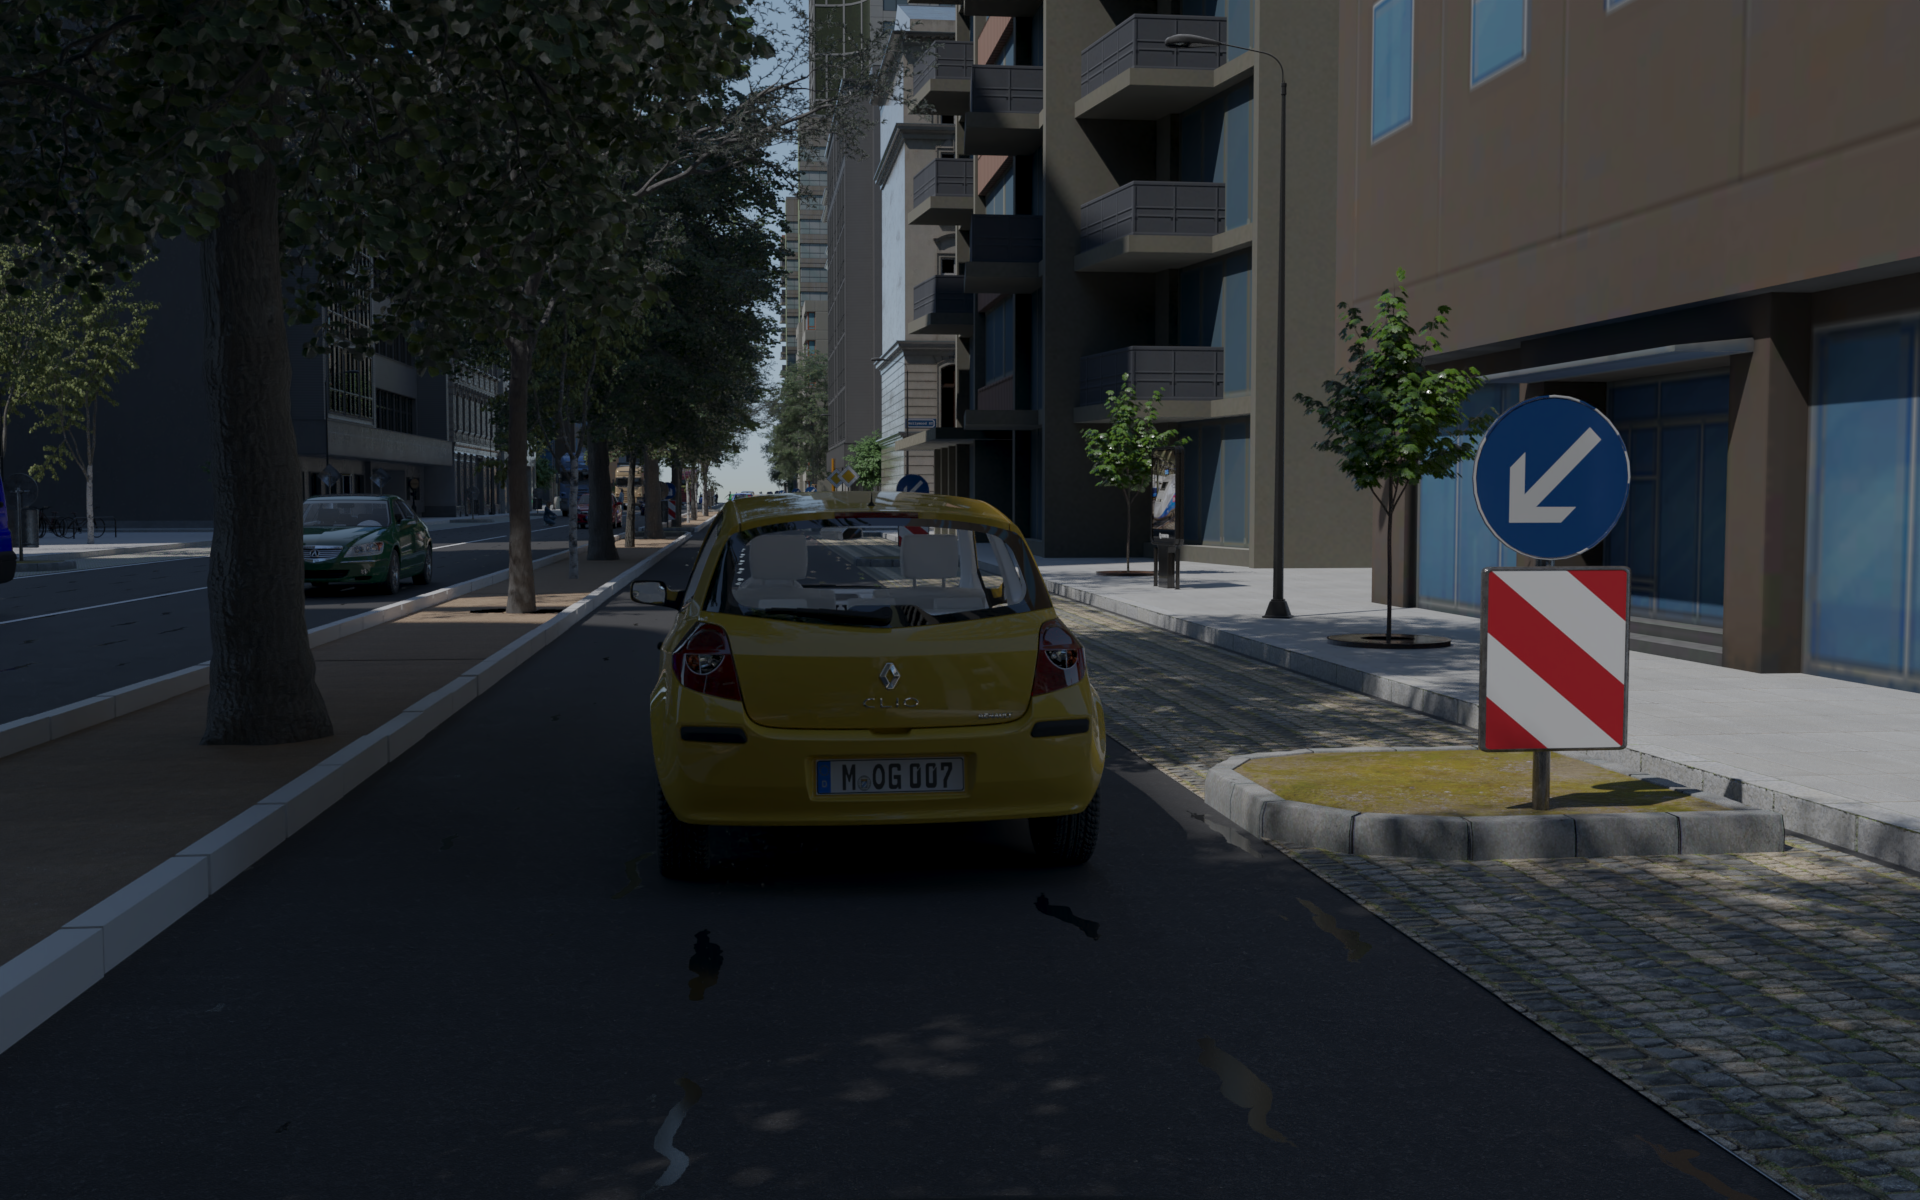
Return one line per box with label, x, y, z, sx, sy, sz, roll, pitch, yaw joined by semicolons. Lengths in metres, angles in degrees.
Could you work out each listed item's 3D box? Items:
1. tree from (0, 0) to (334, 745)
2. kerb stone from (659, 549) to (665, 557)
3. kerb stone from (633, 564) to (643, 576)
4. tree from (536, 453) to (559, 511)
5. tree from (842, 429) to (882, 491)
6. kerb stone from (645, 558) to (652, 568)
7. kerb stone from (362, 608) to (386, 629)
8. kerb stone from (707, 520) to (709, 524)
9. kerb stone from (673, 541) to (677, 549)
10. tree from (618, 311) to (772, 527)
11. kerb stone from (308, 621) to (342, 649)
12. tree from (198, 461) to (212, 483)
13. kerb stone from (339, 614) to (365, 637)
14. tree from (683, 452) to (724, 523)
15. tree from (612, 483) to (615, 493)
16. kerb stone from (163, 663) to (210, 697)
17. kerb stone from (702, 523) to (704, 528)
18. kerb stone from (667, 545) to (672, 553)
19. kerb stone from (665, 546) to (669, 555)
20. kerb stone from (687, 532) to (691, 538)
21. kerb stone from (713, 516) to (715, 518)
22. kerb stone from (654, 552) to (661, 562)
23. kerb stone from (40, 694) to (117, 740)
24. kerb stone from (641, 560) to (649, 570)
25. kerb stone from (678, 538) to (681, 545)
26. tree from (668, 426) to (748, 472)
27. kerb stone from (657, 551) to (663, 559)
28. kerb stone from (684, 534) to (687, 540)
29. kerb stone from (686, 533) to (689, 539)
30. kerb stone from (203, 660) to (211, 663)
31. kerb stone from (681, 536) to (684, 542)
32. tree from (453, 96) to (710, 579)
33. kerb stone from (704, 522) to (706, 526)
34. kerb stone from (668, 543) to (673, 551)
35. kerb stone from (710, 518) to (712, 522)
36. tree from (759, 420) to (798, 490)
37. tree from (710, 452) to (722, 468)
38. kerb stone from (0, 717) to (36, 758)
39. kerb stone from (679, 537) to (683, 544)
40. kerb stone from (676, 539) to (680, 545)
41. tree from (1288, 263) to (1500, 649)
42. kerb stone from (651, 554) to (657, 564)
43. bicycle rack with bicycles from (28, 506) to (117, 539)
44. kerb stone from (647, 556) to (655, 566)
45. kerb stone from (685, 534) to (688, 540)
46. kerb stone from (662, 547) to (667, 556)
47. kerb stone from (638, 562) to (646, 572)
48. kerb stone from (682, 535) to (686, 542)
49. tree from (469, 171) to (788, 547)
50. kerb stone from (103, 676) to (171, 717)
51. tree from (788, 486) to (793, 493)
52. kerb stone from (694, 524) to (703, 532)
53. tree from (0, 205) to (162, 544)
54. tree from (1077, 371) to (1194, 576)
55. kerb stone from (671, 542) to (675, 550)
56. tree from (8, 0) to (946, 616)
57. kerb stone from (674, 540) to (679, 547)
tree;-4.017;-6.145;9.591;9.857;13.997;8.962;0;3;0
kerb stone;-6.654;-0.979;38.245;0.120;0.150;1.000;0;4;-7
kerb stone;-5.656;-0.483;30.116;0.120;0.150;1.000;0;4;-7
tree;-32.352;-9.074;132.070;4.285;4.588;4.351;0;3;0
tree;-4.197;-6.294;86.620;4.285;4.588;4.351;0;3;0
kerb stone;-6.038;-0.671;33.170;0.120;0.150;1.000;0;4;-7
kerb stone;-6.372;0.221;18.632;0.120;0.150;1.000;0;4;-7
kerb stone;-11.574;-3.441;78.454;0.120;0.150;1.000;0;4;-7
kerb stone;-7.400;-1.354;44.357;0.120;0.150;1.000;0;4;-7
tree;-11.643;-9.209;71.146;7.486;12.596;7.792;0;3;0
kerb stone;-6.124;0.342;16.599;0.120;0.150;1.000;0;4;-7
tree;-22.351;-3.607;53.582;1.663;3.219;1.824;0;3;0
kerb stone;-6.249;0.280;17.617;0.120;0.150;1.000;0;4;-7
tree;-13.335;-8.076;84.860;4.360;8.622;3.978;0;3;0
tree;-42.670;-13.480;214.999;1.663;3.219;1.824;0;3;0
kerb stone;-5.632;0.599;12.536;0.120;0.150;1.000;0;4;-7
kerb stone;-10.570;-2.942;70.317;0.120;0.150;1.000;0;4;-7
kerb stone;-7.022;-1.169;41.313;0.120;0.150;1.000;0;4;-7
kerb stone;-6.906;-1.107;40.292;0.120;0.150;1.000;0;4;-7
kerb stone;-8.642;-1.978;54.538;0.120;0.150;1.000;0;4;-7
kerb stone;-13.189;-4.251;91.699;0.120;0.150;1.000;0;4;-7
kerb stone;-6.402;-0.857;36.215;0.120;0.150;1.000;0;4;-7
kerb stone;-5.375;0.719;10.507;0.120;0.150;1.000;0;4;-7
kerb stone;-5.912;-0.608;32.152;0.120;0.150;1.000;0;4;-7
kerb stone;-7.780;-1.542;47.407;0.120;0.150;1.000;0;4;-7
tree;-20.101;-12.693;135.740;9.928;11.665;9.643;0;3;0
kerb stone;-6.526;-0.915;37.230;0.120;0.150;1.000;0;4;-7
kerb stone;-8.271;-1.791;51.477;0.120;0.150;1.000;0;4;-7
kerb stone;-8.521;-1.916;53.518;0.120;0.150;1.000;0;4;-7
kerb stone;-5.744;0.529;13.551;0.120;0.150;1.000;0;4;-7
kerb stone;-8.018;-1.666;49.448;0.120;0.150;1.000;0;4;-7
tree;-6.555;-4.663;29.059;4.737;8.622;4.395;0;3;0
kerb stone;-10.944;-3.126;73.361;0.120;0.150;1.000;0;4;-7
kerb stone;-7.152;-1.231;42.327;0.120;0.150;1.000;0;4;-7
kerb stone;-12.319;-3.813;84.586;0.120;0.150;1.000;0;4;-7
tree;-21.284;-18.847;225.155;9.611;12.733;9.660;0;3;0
tree;-17.642;-10.146;118.710;4.737;8.622;4.395;0;3;0
kerb stone;-5.253;0.777;9.489;0.120;0.150;1.000;0;4;-7
kerb stone;-7.899;-1.602;48.433;0.120;0.150;1.000;0;4;-7
kerb stone;-7.647;-1.480;46.387;0.120;0.150;1.000;0;4;-7
tree;3.663;-1.222;14.581;1.663;3.219;1.824;0;3;0
kerb stone;-6.288;-0.795;35.200;0.120;0.150;1.000;0;4;-7
bicycle rack with bicycles;-26.216;-2.269;50.478;2.852;0.926;2.925;1;4;13
kerb stone;-6.154;-0.727;34.186;0.120;0.150;1.000;0;4;-7
kerb stone;-8.393;-1.846;52.504;0.120;0.150;1.000;0;4;-7
kerb stone;-6.779;-1.044;39.264;0.120;0.150;1.000;0;4;-7
kerb stone;-5.784;-0.546;31.130;0.120;0.150;1.000;0;4;-7
kerb stone;-8.145;-1.729;50.463;0.120;0.150;1.000;0;4;-7
tree;-8.843;-6.663;45.815;8.767;10.594;7.601;0;4;-7
kerb stone;-5.497;0.653;11.522;0.120;0.150;1.000;0;4;-7
tree;-22.494;-14.576;232.924;1.663;3.219;1.824;0;3;0
kerb stone;-10.449;-2.881;69.302;0.120;0.150;1.000;0;4;-7
tree;-22.551;-5.742;44.248;4.737;8.622;4.395;0;3;0
tree;2.604;-2.012;27.491;1.663;3.219;1.824;0;3;0
kerb stone;-7.273;-1.293;43.342;0.120;0.150;1.000;0;4;-7
tree;-5.318;-6.588;20.541;12.009;13.543;11.850;0;3;0
kerb stone;-7.520;-1.411;45.372;0.120;0.150;1.000;0;4;-7
